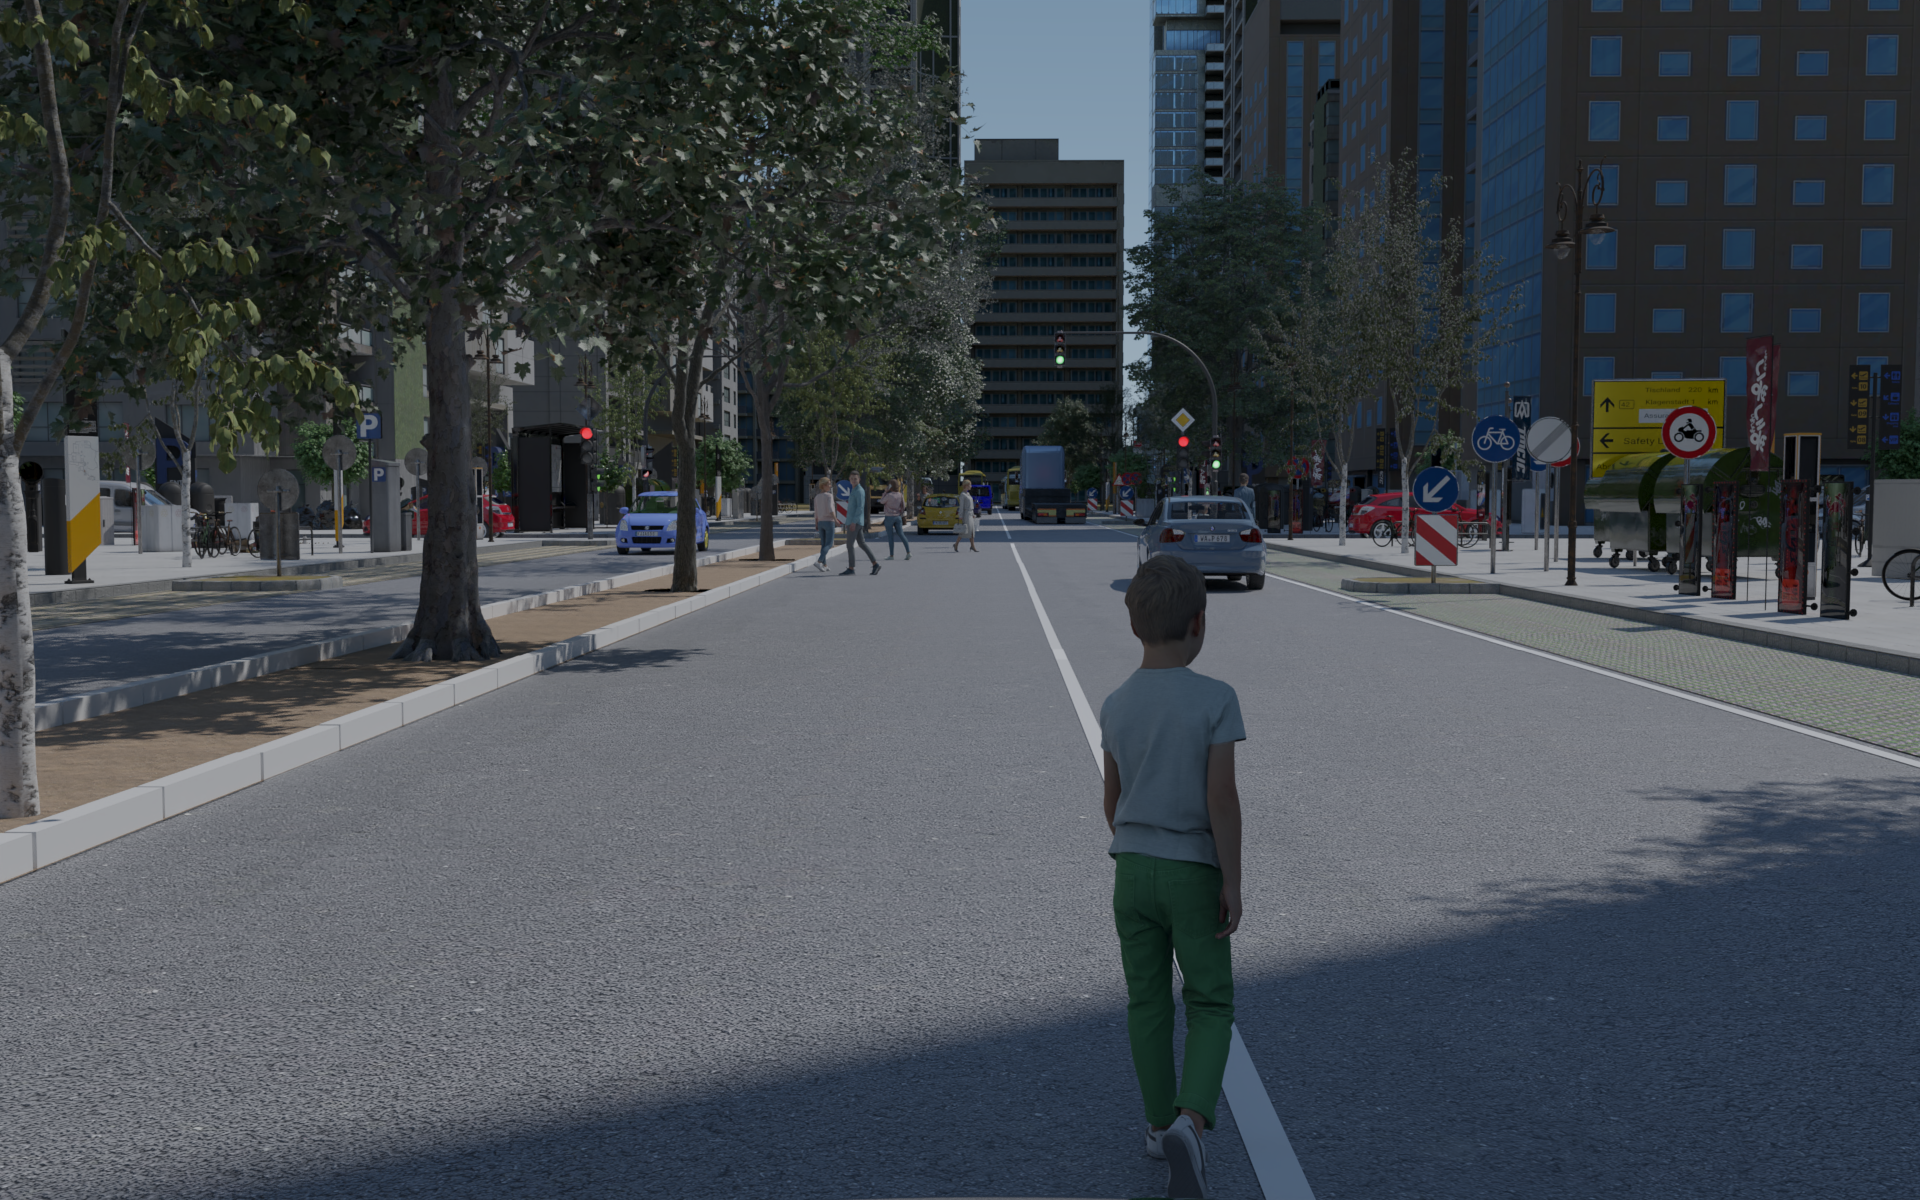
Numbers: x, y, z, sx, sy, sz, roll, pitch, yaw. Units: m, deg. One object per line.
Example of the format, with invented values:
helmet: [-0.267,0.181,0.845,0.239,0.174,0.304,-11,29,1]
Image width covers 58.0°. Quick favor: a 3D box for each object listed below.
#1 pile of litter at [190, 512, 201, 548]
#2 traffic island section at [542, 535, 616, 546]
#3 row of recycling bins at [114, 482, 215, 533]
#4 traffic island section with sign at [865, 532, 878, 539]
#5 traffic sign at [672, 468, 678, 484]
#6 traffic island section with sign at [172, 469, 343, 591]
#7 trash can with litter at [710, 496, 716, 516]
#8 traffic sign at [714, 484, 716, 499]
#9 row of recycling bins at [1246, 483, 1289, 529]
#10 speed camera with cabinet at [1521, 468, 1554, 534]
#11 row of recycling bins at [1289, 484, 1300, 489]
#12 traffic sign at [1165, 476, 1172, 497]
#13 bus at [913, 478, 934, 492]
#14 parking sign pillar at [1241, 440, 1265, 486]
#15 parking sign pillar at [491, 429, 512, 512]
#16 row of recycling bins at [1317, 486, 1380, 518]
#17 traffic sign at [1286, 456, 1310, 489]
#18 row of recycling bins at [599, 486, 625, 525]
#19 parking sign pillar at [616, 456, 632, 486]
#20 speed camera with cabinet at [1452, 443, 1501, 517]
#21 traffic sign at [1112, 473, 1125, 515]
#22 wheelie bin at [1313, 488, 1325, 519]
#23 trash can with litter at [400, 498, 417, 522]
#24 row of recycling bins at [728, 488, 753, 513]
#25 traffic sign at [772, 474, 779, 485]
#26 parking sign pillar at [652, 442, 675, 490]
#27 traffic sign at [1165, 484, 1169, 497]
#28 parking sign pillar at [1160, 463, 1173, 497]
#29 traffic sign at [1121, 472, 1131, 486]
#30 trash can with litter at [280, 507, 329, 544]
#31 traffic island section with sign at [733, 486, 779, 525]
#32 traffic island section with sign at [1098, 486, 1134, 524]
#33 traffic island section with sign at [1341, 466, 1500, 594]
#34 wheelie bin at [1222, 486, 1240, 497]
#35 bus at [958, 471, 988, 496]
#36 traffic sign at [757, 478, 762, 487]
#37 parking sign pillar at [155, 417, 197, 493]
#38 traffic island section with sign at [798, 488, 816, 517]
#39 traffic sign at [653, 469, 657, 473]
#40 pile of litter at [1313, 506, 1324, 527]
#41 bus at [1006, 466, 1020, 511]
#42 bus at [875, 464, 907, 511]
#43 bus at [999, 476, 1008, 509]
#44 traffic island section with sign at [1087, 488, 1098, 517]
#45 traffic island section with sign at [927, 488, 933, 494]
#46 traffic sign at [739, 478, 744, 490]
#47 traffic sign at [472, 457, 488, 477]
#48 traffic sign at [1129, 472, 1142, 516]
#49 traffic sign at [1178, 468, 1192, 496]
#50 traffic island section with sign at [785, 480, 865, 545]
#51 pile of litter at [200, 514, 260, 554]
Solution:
pile of litter: [-17.956,-1.679,41.409,1.719,0.858,1.176,2,4,25]
traffic island section: [-10.457,-1.630,48.931,2.009,0.180,2.903,0,4,1]
row of recycling bins: [-26.928,-3.120,58.128,3.534,1.692,1.069,-2,4,-31]
traffic island section with sign: [-3.713,-2.955,56.454,2.006,1.907,1.989,0,4,1]
traffic sign: [-13.719,-5.159,84.450,0.768,2.556,0.104,1,4,10]
traffic island section with sign: [-10.531,-1.078,26.260,1.989,1.847,2.006,0,4,1]
trash can with litter: [-14.212,-5.510,101.471,1.055,1.170,0.624,-1,4,-19]
traffic sign: [-15.423,-6.672,109.192,0.768,2.556,0.104,0,4,4]
row of recycling bins: [11.481,-3.531,64.852,1.069,1.692,3.534,0,4,4]
speed camera with cabinet: [18.917,-3.810,56.630,0.660,3.252,2.038,2,4,31]
row of recycling bins: [12.902,-3.979,72.174,3.534,1.692,1.069,-3,4,-38]
traffic sign: [12.973,-6.529,106.854,0.768,2.556,0.104,0,4,1]
bus: [-4.385,-12.103,192.735,2.948,3.499,13.247,0,4,-1]
parking sign pillar: [13.884,-5.740,82.319,1.447,3.967,1.447,-3,4,-36]
parking sign pillar: [-18.752,-5.033,70.760,1.447,3.967,1.447,-2,4,-35]
row of recycling bins: [20.352,-5.148,91.281,3.534,1.692,1.069,2,4,27]
traffic sign: [11.132,-3.488,57.134,0.768,2.556,0.104,0,4,4]
row of recycling bins: [-14.679,-4.048,73.294,1.069,1.692,3.534,-1,4,-15]
parking sign pillar: [-22.558,-7.834,116.563,1.447,3.967,1.447,2,4,27]
speed camera with cabinet: [19.745,-4.419,66.592,0.660,3.252,2.038,-3,5,-42]
traffic sign: [9.966,-6.632,108.432,0.884,2.594,0.081,1,4,9]
wheelie bin: [17.260,-4.659,84.075,0.693,1.594,0.980,-3,4,-38]
trash can with litter: [-15.327,-2.179,47.007,1.055,1.170,0.624,-3,5,-42]
row of recycling bins: [-14.620,-6.656,115.931,1.069,1.692,3.534,1,4,11]
traffic sign: [-11.895,-6.723,110.020,0.768,2.556,0.104,0,4,3]
parking sign pillar: [-15.338,-6.161,89.204,1.447,3.967,1.447,1,4,15]
traffic sign: [13.687,-6.950,113.643,0.884,2.594,0.081,0,4,4]
parking sign pillar: [14.676,-8.122,121.264,1.447,3.967,1.447,3,5,43]
traffic sign: [9.868,-6.230,101.969,0.768,2.556,0.104,1,4,10]
trash can with litter: [-17.566,-2.077,45.014,1.678,1.210,2.233,-3,5,-42]
traffic island section with sign: [-9.553,-4.458,81.509,1.989,1.847,2.006,0,4,1]
traffic island section with sign: [7.737,-4.496,82.137,1.989,1.847,2.006,0,4,1]
traffic island section with sign: [6.729,-1.039,25.611,1.989,1.847,2.006,0,4,1]
wheelie bin: [10.331,-3.532,65.658,0.980,1.594,0.693,0,4,-7]
bus: [1.336,-11.630,181.692,2.896,3.916,12.252,0,4,3]
traffic sign: [-14.242,-7.642,124.943,0.884,2.594,0.081,0,4,2]
parking sign pillar: [-27.346,-4.401,60.425,1.447,3.967,1.447,-1,4,-16]
traffic island section with sign: [-9.058,-6.112,108.561,1.989,1.847,2.006,0,4,1]
traffic sign: [-14.818,-5.046,82.613,0.768,2.556,0.104,0,4,6]
pile of litter: [13.428,-3.258,67.226,1.719,0.858,1.176,-2,4,-30]
bus: [5.396,-9.766,151.224,2.896,3.916,12.252,0,4,2]
bus: [-5.756,-9.254,142.850,2.896,3.916,12.252,0,4,2]
bus: [5.383,-10.509,166.685,2.948,3.499,13.247,0,4,0]
traffic island section with sign: [8.225,-6.179,109.651,1.989,1.847,2.006,0,4,1]
traffic island section with sign: [-2.383,-7.550,131.581,2.006,1.907,1.989,0,4,1]
traffic sign: [-14.224,-6.709,111.829,0.606,2.300,0.079,0,4,5]
traffic sign: [-16.539,-3.620,59.291,0.768,2.556,0.104,0,4,5]
traffic sign: [10.165,-6.112,100.036,0.768,2.556,0.104,1,4,11]
traffic sign: [10.880,-5.140,84.143,0.768,2.556,0.104,1,4,8]
traffic island section with sign: [-3.854,-2.502,49.048,2.006,1.907,1.989,0,4,1]
pile of litter: [-15.510,-1.473,38.043,1.176,0.858,1.719,3,5,44]
